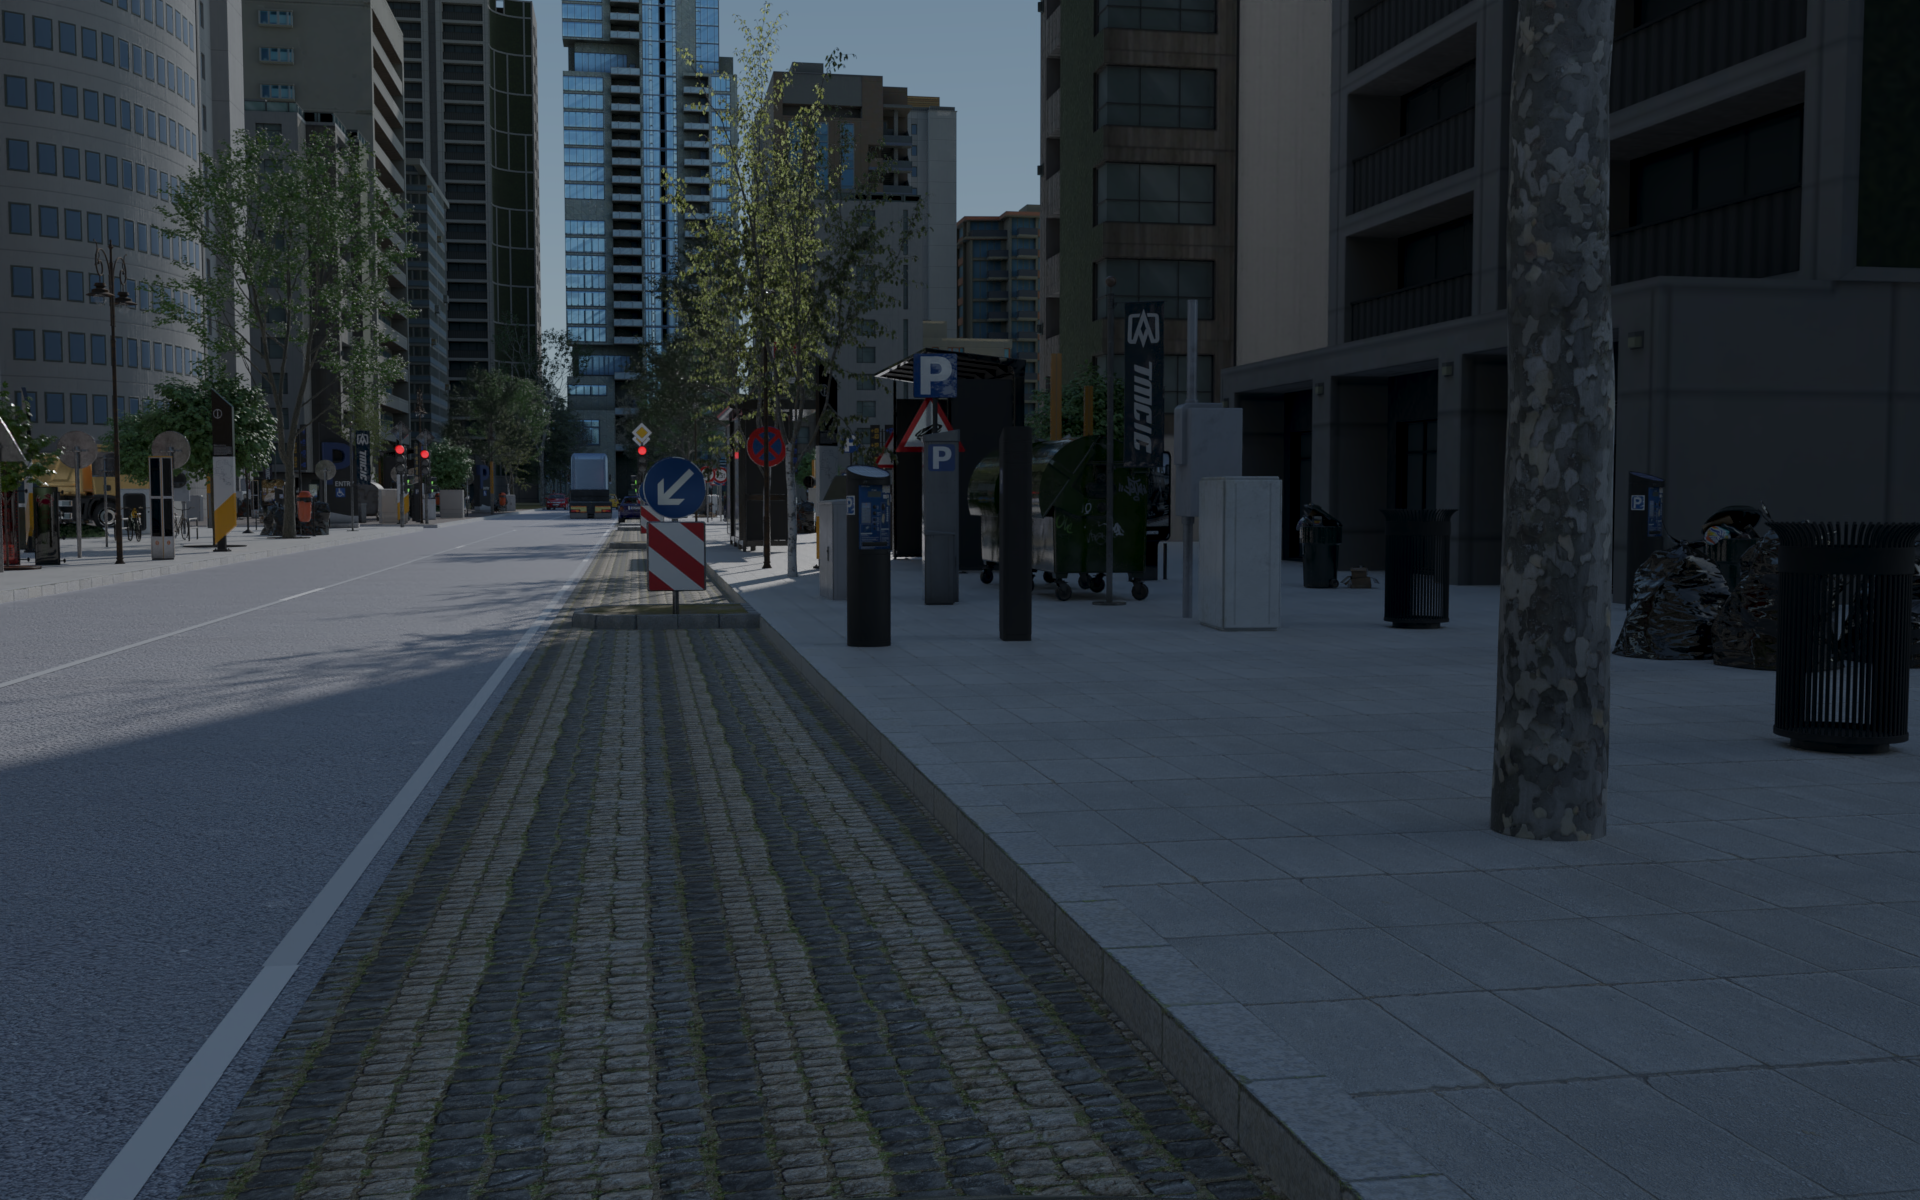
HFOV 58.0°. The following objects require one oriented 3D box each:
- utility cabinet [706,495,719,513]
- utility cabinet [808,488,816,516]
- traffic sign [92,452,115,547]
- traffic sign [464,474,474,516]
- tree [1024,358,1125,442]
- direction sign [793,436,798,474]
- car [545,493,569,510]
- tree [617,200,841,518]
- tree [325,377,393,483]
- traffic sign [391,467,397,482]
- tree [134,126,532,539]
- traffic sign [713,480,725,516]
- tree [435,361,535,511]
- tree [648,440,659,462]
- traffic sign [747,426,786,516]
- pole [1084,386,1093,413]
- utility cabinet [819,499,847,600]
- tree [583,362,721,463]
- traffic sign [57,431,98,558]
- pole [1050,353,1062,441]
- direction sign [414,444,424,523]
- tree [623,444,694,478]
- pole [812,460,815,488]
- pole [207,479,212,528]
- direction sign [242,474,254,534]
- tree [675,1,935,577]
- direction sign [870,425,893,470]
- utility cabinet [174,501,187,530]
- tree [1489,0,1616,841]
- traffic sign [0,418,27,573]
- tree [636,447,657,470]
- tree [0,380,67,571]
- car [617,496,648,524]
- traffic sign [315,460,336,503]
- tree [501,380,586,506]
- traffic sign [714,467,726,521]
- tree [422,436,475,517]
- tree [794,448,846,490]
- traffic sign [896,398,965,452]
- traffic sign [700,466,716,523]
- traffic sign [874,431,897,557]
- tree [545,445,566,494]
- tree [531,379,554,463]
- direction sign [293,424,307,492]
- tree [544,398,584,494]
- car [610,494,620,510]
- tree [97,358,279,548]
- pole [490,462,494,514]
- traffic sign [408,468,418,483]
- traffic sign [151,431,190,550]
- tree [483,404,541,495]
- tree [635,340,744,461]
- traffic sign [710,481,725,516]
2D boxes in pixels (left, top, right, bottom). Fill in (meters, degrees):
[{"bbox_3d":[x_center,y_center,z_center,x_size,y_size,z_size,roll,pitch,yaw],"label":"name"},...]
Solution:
[{"bbox_3d":[-15.651,-6.021,109.602,0.306,1.237,1.020,2,4,24],"label":"utility cabinet"},{"bbox_3d":[-4.923,-3.330,63.119,1.173,1.500,0.318,1,4,18],"label":"utility cabinet"},{"bbox_3d":[-20.615,-2.426,41.788,0.606,2.300,0.079,0,4,-8],"label":"traffic sign"},{"bbox_3d":[-28.564,-6.132,100.357,0.768,2.556,0.104,0,4,-4],"label":"traffic sign"},{"bbox_3d":[3.167,-3.562,41.951,4.285,4.588,4.351,0,3,0],"label":"tree"},{"bbox_3d":[-6.775,-4.627,67.651,0.876,3.537,0.379,-1,4,-13],"label":"direction sign"},{"bbox_3d":[-36.580,-9.067,157.282,2.155,1.783,4.494,-1,4,-10],"label":"car"},{"bbox_3d":[-7.480,-7.433,55.947,7.601,10.594,8.767,-1,4,-22],"label":"tree"},{"bbox_3d":[-35.181,-9.284,102.157,4.737,8.622,4.395,0,3,0],"label":"tree"},{"bbox_3d":[-25.060,-4.729,77.432,0.768,2.556,0.104,0,4,-5],"label":"traffic sign"},{"bbox_3d":[-19.243,-7.560,49.360,9.928,11.665,9.643,0,3,0],"label":"tree"},{"bbox_3d":[-14.226,-6.257,102.406,0.768,2.556,0.104,0,4,-2],"label":"traffic sign"},{"bbox_3d":[-33.765,-11.505,122.523,8.767,10.594,7.601,2,4,35],"label":"tree"},{"bbox_3d":[-20.025,-10.522,122.401,4.360,8.622,3.978,0,3,0],"label":"tree"},{"bbox_3d":[-3.604,-1.979,32.466,0.768,2.556,0.104,0,4,-1],"label":"traffic sign"},{"bbox_3d":[2.422,-2.381,32.771,0.158,3.312,0.155,0,3,0],"label":"pole"},{"bbox_3d":[-1.526,-0.625,21.376,0.306,1.237,1.020,-1,4,-14],"label":"utility cabinet"},{"bbox_3d":[-26.048,-14.873,153.546,12.009,13.543,11.850,0,3,0],"label":"tree"},{"bbox_3d":[-17.700,-2.119,34.747,0.768,2.556,0.104,-1,4,-9],"label":"traffic sign"},{"bbox_3d":[1.394,-1.920,25.230,0.158,3.312,0.155,0,3,0],"label":"pole"},{"bbox_3d":[-24.344,-5.257,77.953,0.379,3.537,0.876,1,4,9],"label":"direction sign"},{"bbox_3d":[-36.650,-18.143,213.641,9.611,12.733,9.660,0,3,0],"label":"tree"},{"bbox_3d":[-8.695,-6.677,103.012,0.158,3.312,0.155,0,3,0],"label":"pole"},{"bbox_3d":[-28.076,-4.339,64.780,0.158,3.312,0.155,0,3,0],"label":"pole"},{"bbox_3d":[-23.222,-3.939,56.401,0.379,3.537,0.876,-2,4,-29],"label":"direction sign"},{"bbox_3d":[-2.544,-4.649,26.381,4.360,8.622,3.978,0,3,0],"label":"tree"},{"bbox_3d":[-2.530,-3.950,56.574,0.876,3.537,0.379,1,4,23],"label":"direction sign"},{"bbox_3d":[-27.734,-3.206,61.098,0.318,1.500,1.173,0,4,2],"label":"utility cabinet"},{"bbox_3d":[2.965,-9.259,7.278,12.611,20.169,13.585,0,3,0],"label":"tree"},{"bbox_3d":[-15.674,-1.727,28.248,0.884,2.594,0.081,0,4,-1],"label":"traffic sign"},{"bbox_3d":[-29.316,-13.371,168.979,4.737,8.622,4.395,0,3,0],"label":"tree"},{"bbox_3d":[-16.050,-2.127,29.371,1.663,3.219,1.824,0,3,0],"label":"tree"},{"bbox_3d":[-15.827,-4.418,84.813,1.945,1.354,3.894,-1,4,-9],"label":"car"},{"bbox_3d":[-23.495,-3.917,64.144,0.768,2.556,0.104,0,4,-2],"label":"traffic sign"},{"bbox_3d":[-46.479,-17.462,192.154,9.857,13.997,8.962,0,3,0],"label":"tree"},{"bbox_3d":[-11.212,-4.958,81.176,0.768,2.556,0.104,0,4,-4],"label":"traffic sign"},{"bbox_3d":[-28.969,-6.957,97.459,4.285,4.588,4.351,0,3,0],"label":"tree"},{"bbox_3d":[-10.240,-8.447,121.828,4.285,4.588,4.351,0,3,0],"label":"tree"},{"bbox_3d":[-0.378,-1.345,21.992,0.884,2.594,0.081,-1,4,-8],"label":"traffic sign"},{"bbox_3d":[-11.361,-4.762,77.964,0.768,2.556,0.104,0,4,-4],"label":"traffic sign"},{"bbox_3d":[-1.355,-2.165,35.397,0.884,2.594,0.081,-1,4,-10],"label":"traffic sign"},{"bbox_3d":[-47.765,-15.385,201.908,4.360,8.622,3.978,0,3,0],"label":"tree"},{"bbox_3d":[-37.192,-13.298,143.176,9.928,11.665,9.643,0,3,0],"label":"tree"},{"bbox_3d":[-21.537,-3.945,56.495,0.876,3.537,0.379,3,5,39],"label":"direction sign"},{"bbox_3d":[-50.369,-18.853,218.611,12.009,13.543,11.850,0,3,0],"label":"tree"},{"bbox_3d":[-32.460,-9.174,160.223,2.015,1.641,3.980,-1,4,-10],"label":"car"},{"bbox_3d":[-18.145,-3.569,42.061,4.285,4.588,4.351,0,3,0],"label":"tree"},{"bbox_3d":[-29.382,-7.026,108.724,0.158,3.312,0.155,0,3,0],"label":"pole"},{"bbox_3d":[-26.510,-5.135,84.057,0.768,2.556,0.104,0,4,-2],"label":"traffic sign"},{"bbox_3d":[-15.925,-2.132,34.967,0.768,2.556,0.104,0,4,-3],"label":"traffic sign"},{"bbox_3d":[-34.548,-11.151,132.677,4.360,8.622,3.978,0,3,0],"label":"tree"},{"bbox_3d":[-17.913,-11.566,114.860,9.928,11.665,9.643,0,3,0],"label":"tree"},{"bbox_3d":[-14.448,-6.311,103.184,0.884,2.594,0.081,-1,4,-9],"label":"traffic sign"}]
